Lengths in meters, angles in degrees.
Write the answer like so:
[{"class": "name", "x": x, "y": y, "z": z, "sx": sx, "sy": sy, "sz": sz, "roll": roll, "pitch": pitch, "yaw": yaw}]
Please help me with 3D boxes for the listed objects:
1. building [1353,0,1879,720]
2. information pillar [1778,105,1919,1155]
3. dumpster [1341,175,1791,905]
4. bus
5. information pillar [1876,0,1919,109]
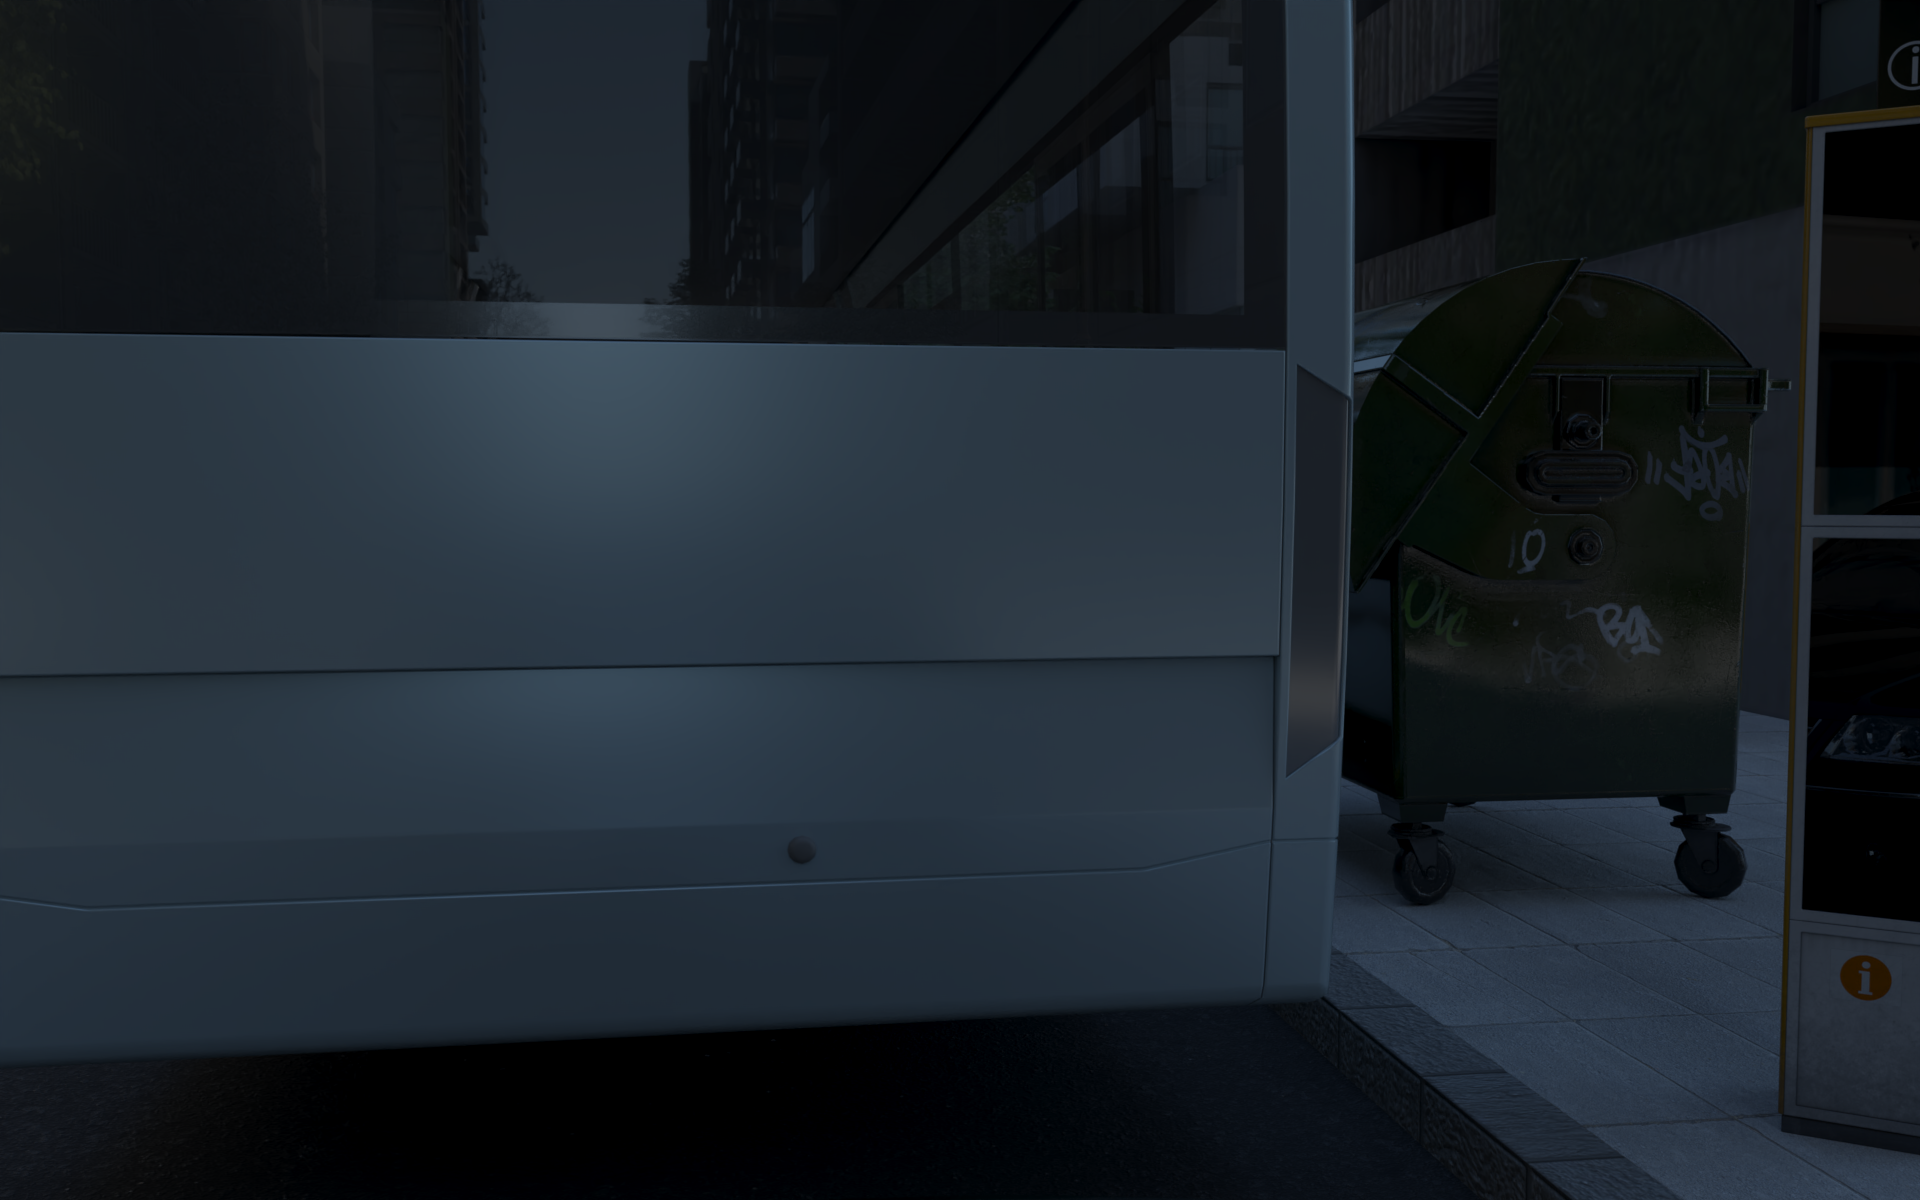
[{"class": "building", "x": 10.785, "y": -14.927, "z": 15.752, "sx": 14.160, "sy": 30.474, "sz": 14.107, "roll": -1, "pitch": 4, "yaw": -8}, {"class": "information pillar", "x": 1.845, "y": 0.062, "z": 3.473, "sx": 0.304, "sy": 2.012, "sz": 0.304, "roll": 2, "pitch": 4, "yaw": 30}, {"class": "dumpster", "x": 1.743, "y": -0.225, "z": 6.180, "sx": 1.502, "sy": 2.255, "sz": 1.985, "roll": -1, "pitch": 4, "yaw": -8}, {"class": "bus", "x": -1.644, "y": -0.891, "z": 9.429, "sx": 2.948, "sy": 3.499, "sz": 13.247, "roll": -1, "pitch": 4, "yaw": -10}, {"class": "information pillar", "x": 4.056, "y": -0.973, "z": 7.266, "sx": 0.504, "sy": 3.616, "sz": 0.183, "roll": 2, "pitch": 4, "yaw": 25}]
